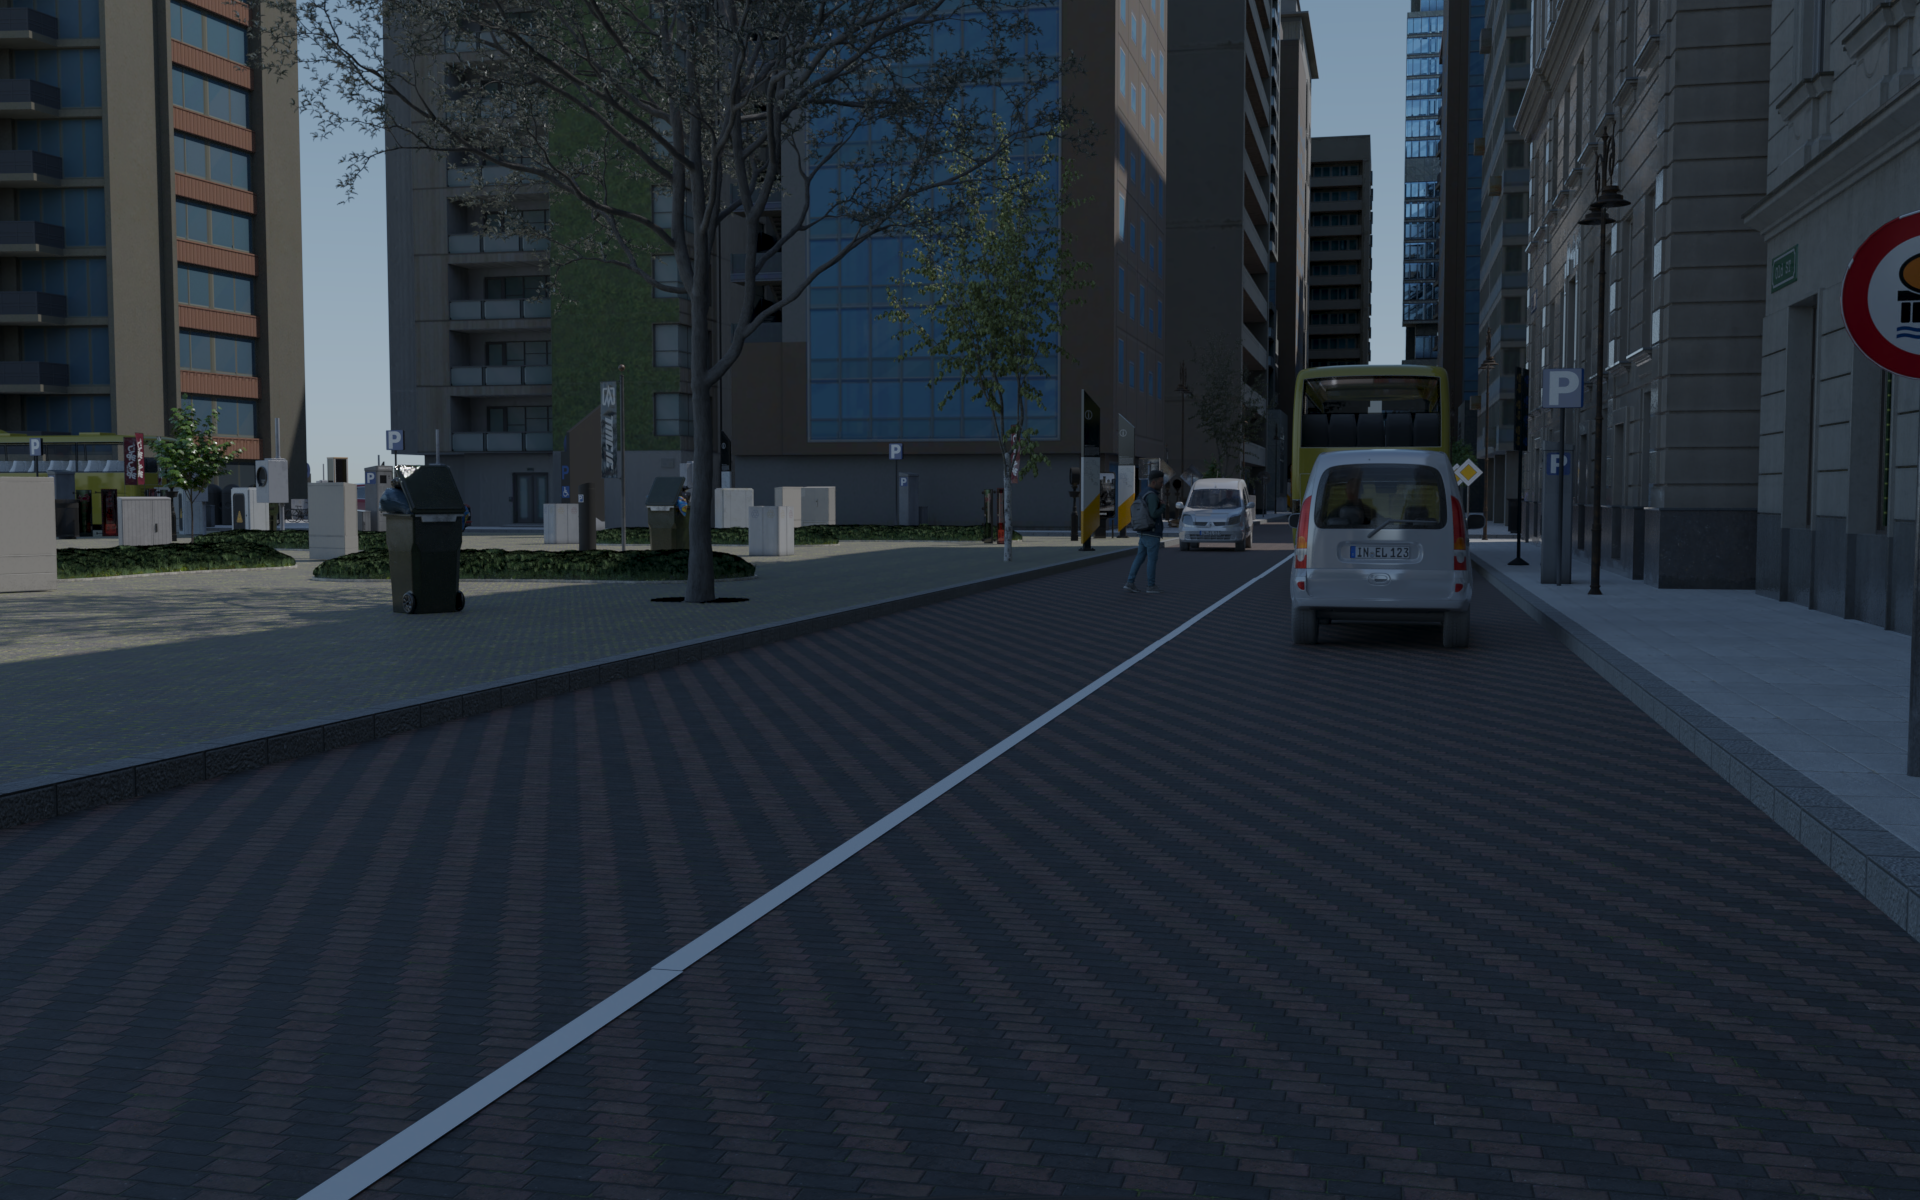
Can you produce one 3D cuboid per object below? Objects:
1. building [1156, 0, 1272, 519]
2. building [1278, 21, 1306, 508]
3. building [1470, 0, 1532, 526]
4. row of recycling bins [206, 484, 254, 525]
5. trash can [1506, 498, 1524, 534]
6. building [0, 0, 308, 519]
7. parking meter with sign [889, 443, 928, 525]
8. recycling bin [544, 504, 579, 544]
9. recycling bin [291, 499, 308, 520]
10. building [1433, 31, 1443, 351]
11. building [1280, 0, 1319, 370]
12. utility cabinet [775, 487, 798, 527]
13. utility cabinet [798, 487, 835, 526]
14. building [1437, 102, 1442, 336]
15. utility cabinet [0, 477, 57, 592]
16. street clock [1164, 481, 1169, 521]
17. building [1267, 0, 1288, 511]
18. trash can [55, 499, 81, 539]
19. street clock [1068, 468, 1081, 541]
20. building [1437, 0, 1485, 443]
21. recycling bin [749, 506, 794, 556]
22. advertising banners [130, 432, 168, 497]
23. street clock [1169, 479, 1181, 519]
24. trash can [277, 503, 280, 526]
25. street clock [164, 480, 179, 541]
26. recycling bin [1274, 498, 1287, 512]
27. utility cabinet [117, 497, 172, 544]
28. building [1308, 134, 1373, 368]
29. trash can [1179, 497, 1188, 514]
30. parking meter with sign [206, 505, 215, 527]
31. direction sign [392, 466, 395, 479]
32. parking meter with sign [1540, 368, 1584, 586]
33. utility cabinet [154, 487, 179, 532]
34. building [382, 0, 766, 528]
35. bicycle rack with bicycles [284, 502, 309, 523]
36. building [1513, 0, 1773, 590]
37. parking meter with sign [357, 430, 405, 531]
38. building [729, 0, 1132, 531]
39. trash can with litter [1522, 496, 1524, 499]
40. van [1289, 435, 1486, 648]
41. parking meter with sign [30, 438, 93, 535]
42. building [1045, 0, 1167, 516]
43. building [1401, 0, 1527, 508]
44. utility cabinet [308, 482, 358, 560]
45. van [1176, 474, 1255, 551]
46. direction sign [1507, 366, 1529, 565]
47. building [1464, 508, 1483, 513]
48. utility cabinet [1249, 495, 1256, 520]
[{"bbox_3d":[6.534,-29.150,100.304,21.300,48.544,21.600,1,4,14],"label":"building"},{"bbox_3d":[26.325,-31.785,169.802,14.600,45.320,14.200,1,4,14],"label":"building"},{"bbox_3d":[33.928,-23.164,70.610,23.993,40.220,32.217,1,4,14],"label":"building"},{"bbox_3d":[-30.302,-3.926,71.300,3.534,1.692,1.069,0,4,4],"label":"row of recycling bins"},{"bbox_3d":[18.155,-2.735,56.365,0.748,1.137,0.748,0,3,0],"label":"trash can"},{"bbox_3d":[-48.517,-26.302,84.665,28.867,44.769,22.147,1,4,14],"label":"building"},{"bbox_3d":[-1.755,-3.925,60.432,0.543,3.016,1.738,2,4,32],"label":"parking meter with sign"},{"bbox_3d":[-10.250,-1.960,44.593,0.722,1.027,0.722,-3,4,-36],"label":"recycling bin"},{"bbox_3d":[-32.881,-4.523,86.498,0.722,1.027,0.722,1,4,16],"label":"recycling bin"},{"bbox_3d":[53.949,-30.583,154.651,22.147,44.769,28.867,1,4,14],"label":"building"},{"bbox_3d":[25.142,-36.923,192.922,27.495,52.752,28.713,1,4,14],"label":"building"},{"bbox_3d":[-5.292,-2.744,53.545,0.318,1.500,1.173,2,4,27],"label":"utility cabinet"},{"bbox_3d":[-4.284,-2.660,52.170,1.173,1.500,0.318,3,5,40],"label":"utility cabinet"},{"bbox_3d":[62.083,-34.459,183.014,23.786,49.044,30.456,1,4,14],"label":"building"},{"bbox_3d":[-12.384,-0.842,22.441,0.318,1.500,1.173,2,4,35],"label":"utility cabinet"},{"bbox_3d":[9.982,-4.817,83.323,0.358,2.002,0.471,0,4,6],"label":"street clock"},{"bbox_3d":[17.255,-51.062,147.535,22.319,86.520,31.000,1,4,14],"label":"building"},{"bbox_3d":[-25.405,-2.300,49.262,0.748,1.137,0.748,0,3,0],"label":"trash can"},{"bbox_3d":[3.130,-2.614,47.307,0.358,2.002,0.471,0,4,-5],"label":"street clock"},{"bbox_3d":[44.632,-29.630,134.555,14.600,45.320,14.200,1,4,14],"label":"building"},{"bbox_3d":[-3.925,-1.436,36.038,0.722,1.027,0.722,1,4,22],"label":"recycling bin"},{"bbox_3d":[-23.394,-3.303,50.186,0.090,3.025,2.074,0,4,-1],"label":"advertising banners"},{"bbox_3d":[10.413,-4.796,82.982,0.471,2.002,0.358,1,4,12],"label":"street clock"},{"bbox_3d":[-27.885,-3.584,70.245,0.748,1.137,0.748,0,3,0],"label":"trash can"},{"bbox_3d":[-21.330,-2.588,46.884,0.358,2.002,0.471,-2,4,-27],"label":"street clock"},{"bbox_3d":[23.394,-6.956,126.290,0.722,1.027,0.722,2,4,35],"label":"recycling bin"},{"bbox_3d":[-17.686,-1.616,37.588,1.020,1.237,0.306,-3,5,-43],"label":"utility cabinet"},{"bbox_3d":[42.321,-36.777,225.002,21.600,48.544,21.300,1,4,14],"label":"building"},{"bbox_3d":[11.144,-4.508,85.363,0.748,1.137,0.748,0,3,0],"label":"trash can"},{"bbox_3d":[-29.764,-4.326,66.986,1.738,3.016,0.543,0,4,2],"label":"parking meter with sign"},{"bbox_3d":[-45.326,-8.981,138.836,0.876,3.537,0.379,-1,4,-16],"label":"direction sign"},{"bbox_3d":[8.616,-1.752,24.903,0.543,3.016,1.738,1,4,17],"label":"parking meter with sign"},{"bbox_3d":[-25.834,-2.955,56.991,1.173,1.500,0.318,-1,4,-11],"label":"utility cabinet"},{"bbox_3d":[-15.257,-23.701,71.106,14.086,41.232,14.154,1,4,14],"label":"building"},{"bbox_3d":[-29.120,-3.947,77.910,2.925,0.926,2.852,1,4,15],"label":"bicycle rack with bicycles"},{"bbox_3d":[17.812,-14.420,33.032,12.463,27.353,25.104,1,4,14],"label":"building"},{"bbox_3d":[-15.622,-3.069,46.444,0.543,3.016,1.738,1,4,18],"label":"parking meter with sign"},{"bbox_3d":[0.258,-25.494,66.936,14.600,45.320,14.200,1,4,14],"label":"building"},{"bbox_3d":[29.944,-4.921,91.518,2.233,1.210,1.678,-1,4,-21],"label":"trash can with litter"},{"bbox_3d":[4.331,-0.652,17.677,2.013,2.044,4.112,1,4,15],"label":"van"},{"bbox_3d":[-28.330,-3.572,54.668,0.543,3.016,1.738,2,4,28],"label":"parking meter with sign"},{"bbox_3d":[14.913,-29.043,124.971,14.600,45.320,14.200,1,4,14],"label":"building"},{"bbox_3d":[67.880,-55.351,217.655,31.000,86.520,22.319,1,4,14],"label":"building"},{"bbox_3d":[-12.057,-1.508,33.329,1.173,1.500,0.318,3,4,37],"label":"utility cabinet"},{"bbox_3d":[6.658,-2.315,44.855,2.013,2.044,4.112,1,4,13],"label":"van"},{"bbox_3d":[10.084,-2.396,31.172,0.379,3.537,0.876,2,4,32],"label":"direction sign"},{"bbox_3d":[44.263,-48.711,109.088,22.319,86.520,31.000,1,4,14],"label":"building"},{"bbox_3d":[14.386,-4.529,85.203,0.306,1.237,1.020,1,4,11],"label":"utility cabinet"}]
